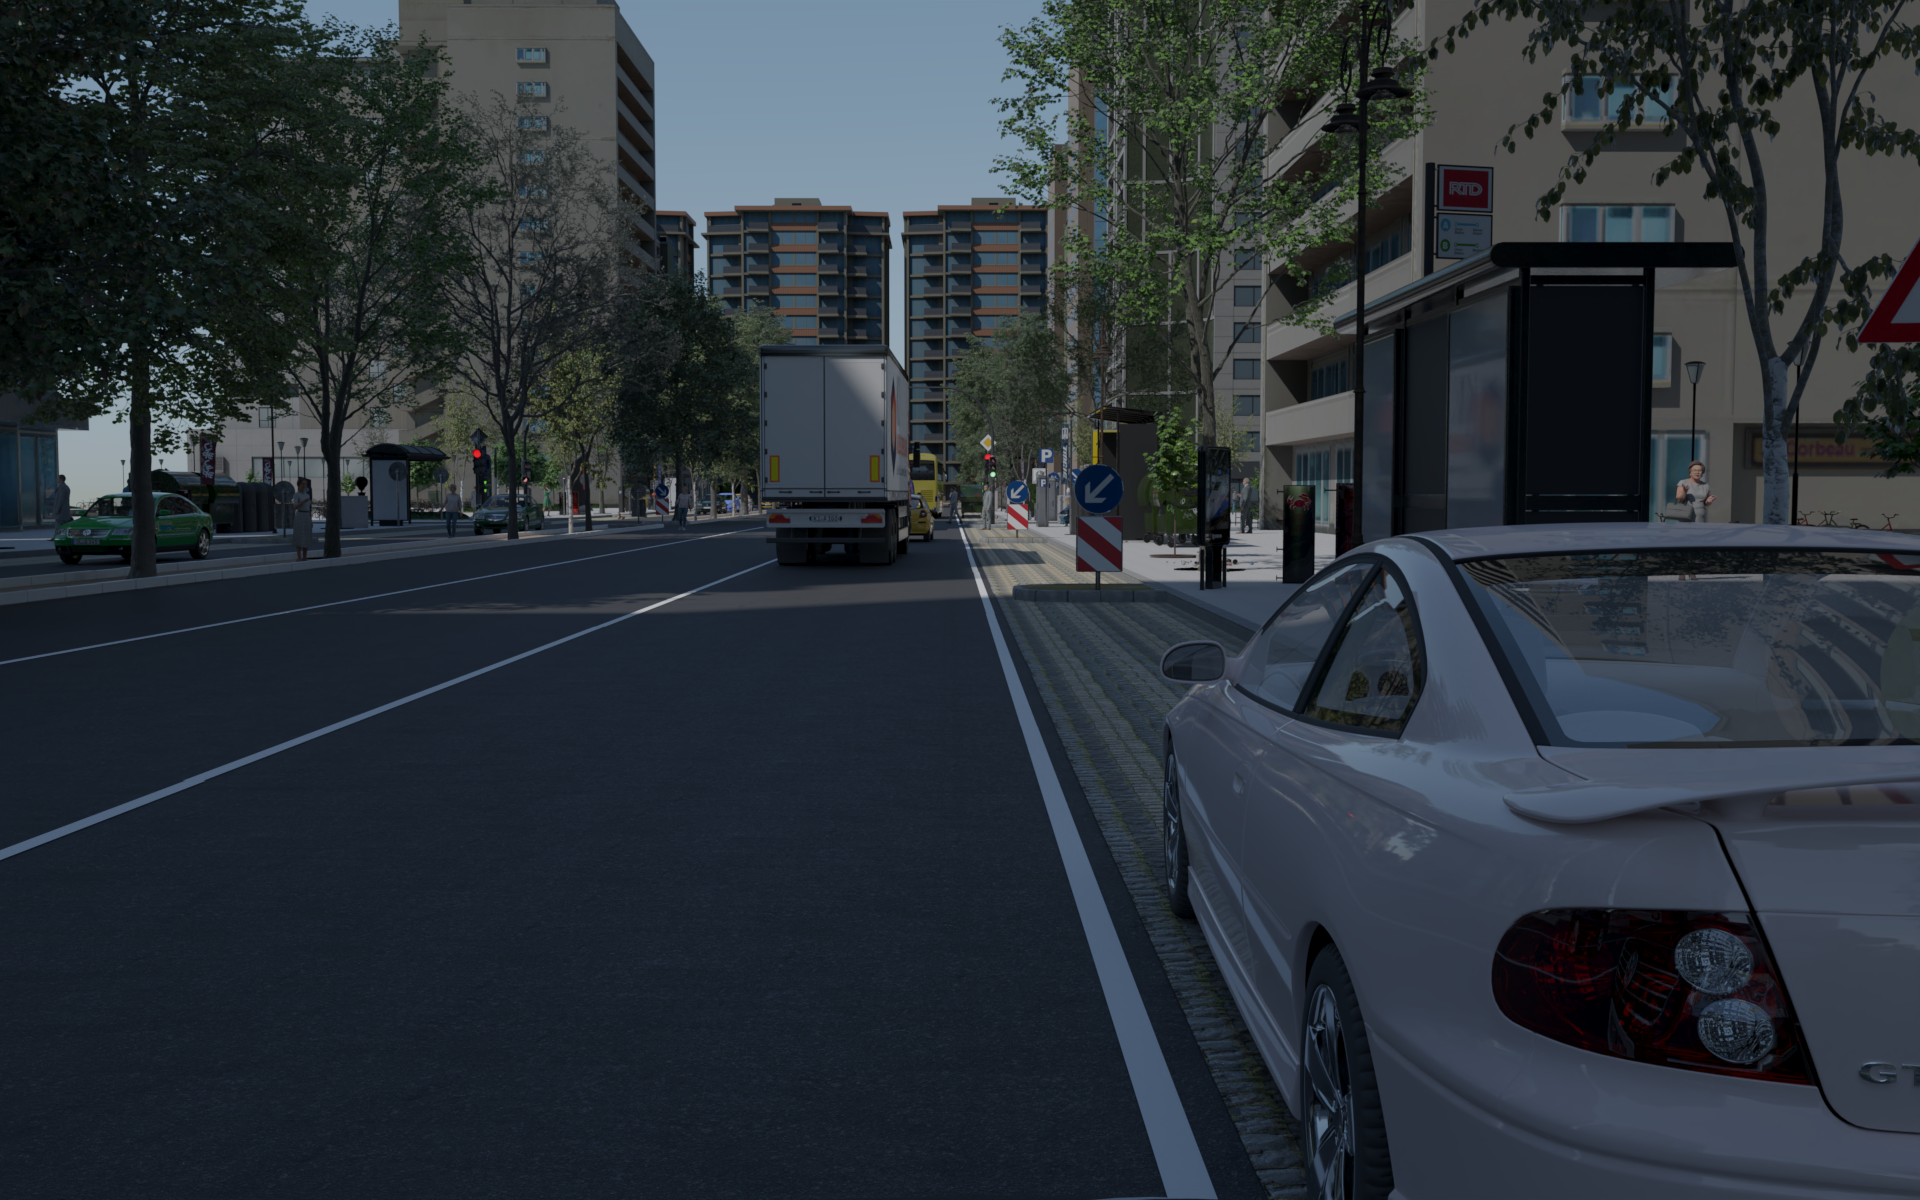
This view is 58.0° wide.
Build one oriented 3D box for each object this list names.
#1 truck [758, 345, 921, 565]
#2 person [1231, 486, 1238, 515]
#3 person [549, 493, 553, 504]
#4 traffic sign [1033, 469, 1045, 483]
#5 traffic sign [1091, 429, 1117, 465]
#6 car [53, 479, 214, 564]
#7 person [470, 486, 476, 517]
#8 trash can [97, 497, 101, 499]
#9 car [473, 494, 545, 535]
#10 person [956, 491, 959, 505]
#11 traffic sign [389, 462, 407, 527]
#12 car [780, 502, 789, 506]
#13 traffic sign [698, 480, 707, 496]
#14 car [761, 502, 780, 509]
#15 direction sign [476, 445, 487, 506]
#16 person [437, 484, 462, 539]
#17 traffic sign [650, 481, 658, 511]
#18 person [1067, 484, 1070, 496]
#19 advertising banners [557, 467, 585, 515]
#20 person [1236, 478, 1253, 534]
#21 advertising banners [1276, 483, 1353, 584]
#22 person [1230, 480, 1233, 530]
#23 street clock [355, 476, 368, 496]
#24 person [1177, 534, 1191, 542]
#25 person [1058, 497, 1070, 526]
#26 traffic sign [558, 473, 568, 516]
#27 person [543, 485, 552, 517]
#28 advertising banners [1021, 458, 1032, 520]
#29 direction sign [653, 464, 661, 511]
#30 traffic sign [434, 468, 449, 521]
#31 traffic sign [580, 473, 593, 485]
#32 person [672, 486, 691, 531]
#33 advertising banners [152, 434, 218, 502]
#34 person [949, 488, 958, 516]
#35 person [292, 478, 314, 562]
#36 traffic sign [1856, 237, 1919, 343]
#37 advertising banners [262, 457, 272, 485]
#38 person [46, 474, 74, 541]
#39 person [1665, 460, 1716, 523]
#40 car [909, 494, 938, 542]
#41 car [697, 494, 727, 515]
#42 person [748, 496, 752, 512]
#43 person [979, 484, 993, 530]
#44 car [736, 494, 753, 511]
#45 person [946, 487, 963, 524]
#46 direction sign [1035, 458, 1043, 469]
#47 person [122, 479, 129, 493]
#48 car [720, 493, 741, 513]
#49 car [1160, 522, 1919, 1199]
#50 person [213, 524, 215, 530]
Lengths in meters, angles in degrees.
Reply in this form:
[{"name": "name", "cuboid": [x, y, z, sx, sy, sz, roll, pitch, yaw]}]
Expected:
[{"name": "truck", "cuboid": [-2.464, -3.012, 38.167, 2.839, 4.237, 11.283, 0, 4, 1]}, {"name": "person", "cuboid": [16.980, -6.208, 107.885, 0.623, 1.781, 0.721, 0, 4, 1]}, {"name": "person", "cuboid": [-34.005, -8.363, 143.269, 0.515, 1.767, 0.782, 2, 4, 34]}, {"name": "traffic sign", "cuboid": [3.220, -4.125, 69.572, 0.606, 2.300, 0.079, 0, 4, 3]}, {"name": "traffic sign", "cuboid": [5.257, -3.704, 54.425, 2.265, 3.308, 0.079, 0, 4, 6]}, {"name": "car", "cuboid": [-17.589, -1.724, 36.991, 1.959, 1.807, 4.718, 0, 4, -2]}, {"name": "person", "cuboid": [-26.260, -5.327, 93.894, 0.760, 1.731, 0.466, 1, 4, 11]}, {"name": "trash can", "cuboid": [-35.722, -3.719, 72.460, 0.748, 1.137, 0.748, 0, 3, 0]}, {"name": "car", "cuboid": [-16.227, -3.098, 62.451, 2.131, 1.459, 4.920, 0, 4, -2]}, {"name": "person", "cuboid": [-0.429, -11.526, 197.052, 0.705, 1.812, 1.348, -2, 4, -32]}, {"name": "traffic sign", "cuboid": [-22.081, -4.155, 68.041, 0.768, 2.556, 0.104, 0, 4, 6]}, {"name": "car", "cuboid": [-17.942, -10.154, 174.694, 2.281, 1.827, 5.304, 0, 4, -2]}, {"name": "traffic sign", "cuboid": [-22.759, -9.363, 153.192, 0.768, 2.556, 0.104, 0, 4, 3]}, {"name": "car", "cuboid": [-17.968, -9.362, 163.285, 2.015, 1.641, 3.980, 0, 4, -1]}, {"name": "direction sign", "cuboid": [-22.237, -5.418, 80.576, 0.379, 3.537, 0.876, 1, 4, 13]}, {"name": "person", "cuboid": [-15.433, -2.645, 52.414, 0.731, 1.740, 0.598, -1, 4, -14]}, {"name": "traffic sign", "cuboid": [-23.143, -7.887, 131.077, 0.606, 2.300, 0.079, 1, 4, 8]}, {"name": "person", "cuboid": [6.182, -5.609, 97.845, 0.850, 1.850, 0.679, 3, 4, 37]}, {"name": "advertising banners", "cuboid": [-23.506, -6.691, 105.581, 2.074, 3.025, 0.090, 0, 4, 2]}, {"name": "person", "cuboid": [9.229, -3.066, 56.351, 0.590, 1.801, 0.661, 2, 4, 25]}, {"name": "advertising banners", "cuboid": [5.528, -1.729, 24.454, 2.074, 3.025, 0.090, 1, 4, 18]}, {"name": "person", "cuboid": [8.500, -3.012, 55.477, 0.473, 1.802, 0.592, 3, 5, 44]}, {"name": "street clock", "cuboid": [-24.403, -4.042, 70.651, 0.471, 2.002, 0.358, -3, 4, -39]}, {"name": "person", "cuboid": [6.105, -2.452, 46.724, 0.643, 1.750, 0.593, -1, 4, -14]}, {"name": "person", "cuboid": [4.165, -3.510, 68.933, 0.738, 1.151, 1.012, 2, 4, 24]}, {"name": "traffic sign", "cuboid": [-23.538, -6.289, 102.935, 0.768, 2.556, 0.104, 0, 4, 6]}, {"name": "person", "cuboid": [-22.798, -5.458, 95.532, 0.529, 1.795, 0.600, -1, 4, -12]}, {"name": "advertising banners", "cuboid": [3.231, -5.404, 84.547, 0.090, 3.025, 2.074, 1, 4, 16]}, {"name": "direction sign", "cuboid": [-23.144, -8.582, 132.311, 0.876, 3.537, 0.379, 3, 4, 36]}, {"name": "traffic sign", "cuboid": [-24.866, -5.073, 83.049, 0.768, 2.556, 0.104, 0, 4, 5]}, {"name": "traffic sign", "cuboid": [-22.425, -6.348, 103.901, 0.768, 2.556, 0.104, 0, 4, 0]}, {"name": "person", "cuboid": [-10.926, -3.597, 67.982, 0.731, 1.740, 0.598, -1, 4, -12]}, {"name": "advertising banners", "cuboid": [-22.543, -3.300, 50.141, 2.074, 3.025, 0.090, -1, 4, -14]}, {"name": "person", "cuboid": [-0.473, -6.342, 111.990, 0.655, 1.846, 0.447, -2, 4, -30]}, {"name": "person", "cuboid": [-13.076, -1.562, 34.611, 0.524, 1.755, 0.480, 1, 4, 18]}, {"name": "traffic sign", "cuboid": [3.600, -0.373, 6.108, 0.884, 2.594, 0.081, 0, 4, 7]}, {"name": "advertising banners", "cuboid": [-33.625, -5.259, 82.164, 2.074, 3.025, 0.090, -1, 4, -21]}, {"name": "person", "cuboid": [-24.138, -2.471, 46.538, 0.767, 1.812, 0.694, -1, 4, -14]}, {"name": "person", "cuboid": [10.818, -1.179, 25.674, 0.716, 1.782, 0.532, 0, 4, -1]}, {"name": "car", "cuboid": [-1.697, -2.633, 53.273, 2.015, 1.641, 3.980, 0, 4, 1]}, {"name": "car", "cuboid": [-17.573, -6.901, 122.620, 2.009, 1.686, 4.222, 0, 4, 1]}, {"name": "person", "cuboid": [-15.676, -7.135, 129.434, 0.394, 1.301, 0.425, 3, 5, 42]}, {"name": "person", "cuboid": [1.073, -3.665, 68.528, 0.391, 1.810, 0.635, -2, 4, -32]}, {"name": "car", "cuboid": [-18.428, -8.286, 145.695, 2.015, 1.641, 3.980, 0, 4, 0]}, {"name": "person", "cuboid": [-0.272, -4.564, 83.397, 0.850, 1.792, 0.678, -1, 4, -11]}, {"name": "direction sign", "cuboid": [4.834, -7.112, 108.271, 0.876, 3.537, 0.379, 3, 5, 41]}, {"name": "person", "cuboid": [-26.646, -3.001, 55.449, 0.444, 1.785, 0.601, 1, 4, 11]}, {"name": "car", "cuboid": [-17.250, -7.243, 128.022, 1.945, 1.707, 3.694, 0, 4, 1]}, {"name": "car", "cuboid": [1.600, 0.487, 4.401, 2.083, 1.381, 4.827, 0, 4, 1]}, {"name": "person", "cuboid": [-25.968, -2.944, 59.677, 1.012, 1.151, 0.738, -1, 4, -14]}]
